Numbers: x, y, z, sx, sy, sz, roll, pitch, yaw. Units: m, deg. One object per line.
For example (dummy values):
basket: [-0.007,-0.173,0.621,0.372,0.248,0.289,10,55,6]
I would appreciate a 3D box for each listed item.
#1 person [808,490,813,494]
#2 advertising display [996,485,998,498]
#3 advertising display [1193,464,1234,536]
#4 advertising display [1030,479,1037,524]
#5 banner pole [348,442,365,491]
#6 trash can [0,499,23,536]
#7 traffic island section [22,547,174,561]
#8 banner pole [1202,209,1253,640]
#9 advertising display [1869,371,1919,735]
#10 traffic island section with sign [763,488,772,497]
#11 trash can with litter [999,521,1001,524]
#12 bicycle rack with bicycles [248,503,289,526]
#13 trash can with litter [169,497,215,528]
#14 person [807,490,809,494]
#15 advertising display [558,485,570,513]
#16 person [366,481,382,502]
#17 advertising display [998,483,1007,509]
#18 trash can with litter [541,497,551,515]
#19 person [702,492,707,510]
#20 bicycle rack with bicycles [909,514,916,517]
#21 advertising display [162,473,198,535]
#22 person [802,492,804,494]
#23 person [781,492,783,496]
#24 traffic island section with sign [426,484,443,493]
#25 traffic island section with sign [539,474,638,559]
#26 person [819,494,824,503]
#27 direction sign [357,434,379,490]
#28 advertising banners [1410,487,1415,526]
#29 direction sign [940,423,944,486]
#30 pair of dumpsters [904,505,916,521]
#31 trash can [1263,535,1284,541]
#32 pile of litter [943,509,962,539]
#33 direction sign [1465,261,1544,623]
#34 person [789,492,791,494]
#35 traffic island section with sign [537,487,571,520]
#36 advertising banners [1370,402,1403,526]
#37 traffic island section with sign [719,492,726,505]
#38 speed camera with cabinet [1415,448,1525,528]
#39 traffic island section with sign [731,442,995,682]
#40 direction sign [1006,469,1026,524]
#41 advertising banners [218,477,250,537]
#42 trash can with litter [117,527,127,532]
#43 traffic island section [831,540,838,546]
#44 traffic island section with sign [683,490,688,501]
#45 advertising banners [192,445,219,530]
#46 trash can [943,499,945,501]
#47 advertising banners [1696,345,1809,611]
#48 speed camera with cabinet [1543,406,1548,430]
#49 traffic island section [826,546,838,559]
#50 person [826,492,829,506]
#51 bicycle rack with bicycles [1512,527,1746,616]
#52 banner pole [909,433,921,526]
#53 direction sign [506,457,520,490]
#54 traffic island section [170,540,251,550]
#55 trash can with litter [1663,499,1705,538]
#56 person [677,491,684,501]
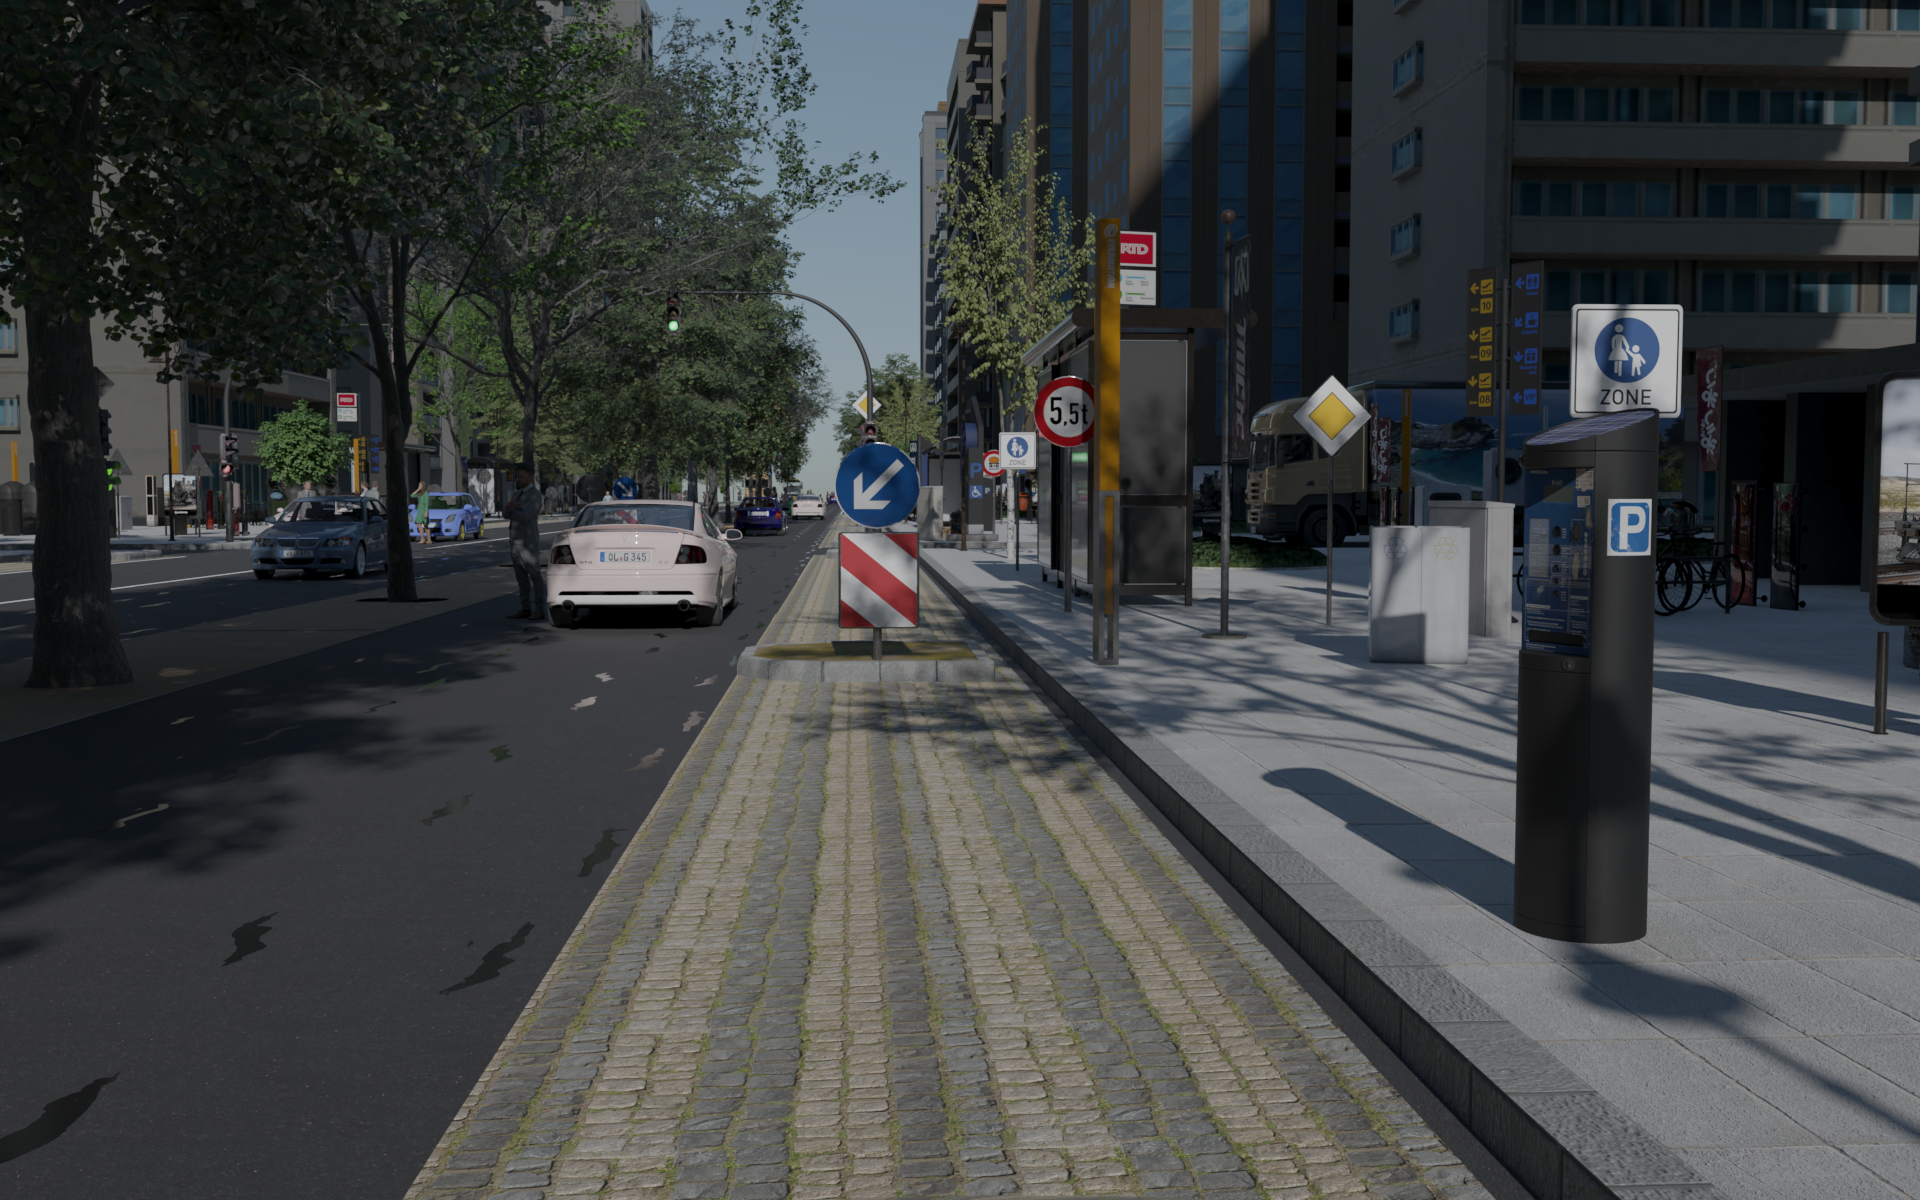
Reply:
person: [-12.572,-8.389,145.757,1.348,1.812,0.705,0,4,6]
advertising display: [2.746,-7.019,119.970,0.123,1.923,0.974,-2,4,-25]
advertising display: [5.377,-1.958,37.224,0.974,1.923,0.123,0,4,-2]
advertising display: [3.410,-4.165,73.313,0.974,1.923,0.123,-2,4,-28]
banner pole: [-25.558,-5.111,73.581,0.863,3.779,0.401,0,4,-3]
trash can: [-29.128,-2.538,53.156,0.748,1.137,0.748,0,3,0]
traffic island section: [-18.971,-0.972,38.167,2.009,0.180,2.903,0,4,-4]
banner pole: [2.396,-1.535,15.115,0.401,3.779,0.863,-1,4,-9]
advertising display: [5.267,-0.230,8.969,0.974,1.923,0.123,2,4,34]
traffic island section with sign: [-13.527,-6.930,121.440,2.006,1.907,1.989,0,4,-4]
trash can with litter: [1.336,-3.986,76.230,1.678,1.210,2.233,0,4,7]
bicycle rack with bicycles: [-27.994,-3.486,70.385,2.852,0.926,2.925,0,4,6]
trash can with litter: [-28.542,-3.328,65.466,2.233,1.210,1.678,0,4,2]
person: [-15.127,-10.053,172.883,1.348,1.822,0.705,3,5,39]
advertising display: [-27.338,-6.988,119.459,0.123,1.923,0.974,2,4,35]
person: [-16.687,-2.498,49.435,0.635,1.810,0.391,2,4,32]
advertising display: [2.663,-5.797,99.991,0.123,1.923,0.974,3,4,38]
trash can with litter: [-25.171,-5.765,105.641,0.624,1.170,1.055,1,4,16]
person: [-22.414,-8.663,151.616,0.415,1.643,0.593,-3,4,-36]
bicycle rack with bicycles: [-2.743,-5.030,95.630,2.852,0.926,2.925,-1,4,-16]
advertising display: [-24.236,-2.973,53.830,0.974,1.923,0.123,-2,4,-24]
person: [-20.792,-13.423,228.692,1.217,1.736,0.721,0,4,6]
person: [-28.421,-16.314,275.951,1.217,1.735,0.721,-3,4,-38]
traffic island section with sign: [-20.861,-3.662,68.506,1.989,1.847,2.006,0,4,-4]
traffic island section with sign: [-8.426,-1.891,39.052,2.006,1.907,1.989,0,4,-4]
person: [-10.802,-7.469,133.885,0.557,1.426,1.065,-3,4,-39]
direction sign: [-22.427,-4.508,65.699,0.379,3.537,0.876,3,5,40]
advertising banners: [10.063,-2.618,38.989,0.090,3.025,2.074,-2,4,-32]
direction sign: [-0.582,-3.885,55.519,0.379,3.537,0.876,0,4,6]
pair of dumpsters: [-2.140,-5.060,85.228,1.574,2.255,4.437,0,4,-3]
trash can: [8.639,-2.201,47.639,0.748,1.137,0.748,0,3,0]
pile of litter: [-0.346,-2.221,50.279,1.176,0.858,1.719,1,4,21]
direction sign: [5.393,-1.544,17.239,0.379,3.537,0.876,-2,4,-35]
person: [-22.349,-13.323,227.042,1.217,1.736,0.721,-3,5,-42]
traffic island section with sign: [-22.523,-5.308,95.410,1.989,1.847,2.006,0,4,-4]
advertising banners: [7.956,-2.217,32.433,0.090,3.025,2.074,0,4,-2]
traffic island section with sign: [-30.750,-13.436,228.301,1.989,1.847,2.006,0,4,-4]
speed camera with cabinet: [10.178,-2.462,34.583,2.038,3.252,0.660,0,4,-1]
traffic island section with sign: [-0.783,-0.332,14.049,1.989,1.847,2.006,0,4,-4]
direction sign: [2.362,-4.967,73.212,0.876,3.537,0.379,-1,4,-13]
advertising banners: [-21.953,-3.442,52.465,0.090,3.025,2.074,0,4,-3]
trash can with litter: [-28.846,-2.885,58.229,1.678,1.210,2.233,1,4,23]
traffic island section: [-2.505,-1.523,47.178,2.009,0.180,2.903,0,4,-4]
traffic island section with sign: [-27.321,-10.048,172.910,1.989,1.847,2.006,0,4,-4]
advertising banners: [-27.037,-4.048,62.377,0.090,3.025,2.074,0,4,7]
trash can: [-0.827,-2.612,54.366,0.748,1.137,0.748,0,3,0]
advertising banners: [9.023,-1.447,19.851,0.090,3.025,2.074,-1,4,-10]
speed camera with cabinet: [13.880,-2.749,39.286,2.038,3.252,0.660,0,4,0]
traffic island section: [-2.011,-1.035,39.208,2.009,0.180,2.903,0,4,-4]
person: [-15.847,-12.033,205.957,0.721,1.735,1.217,0,4,-1]
bicycle rack with bicycles: [7.354,-0.350,19.103,2.925,0.926,2.852,-1,4,-13]
banner pole: [-1.798,-4.934,70.692,0.401,3.779,0.863,-3,5,-43]
direction sign: [-27.590,-7.035,107.016,0.876,3.537,0.379,0,4,2]
traffic island section: [-19.464,-1.459,46.137,2.009,0.180,2.903,0,4,-4]
trash can with litter: [16.384,-1.687,38.965,1.055,1.170,0.624,-2,4,-34]
person: [-24.539,-8.733,151.999,0.721,1.736,1.217,-3,5,-40]
